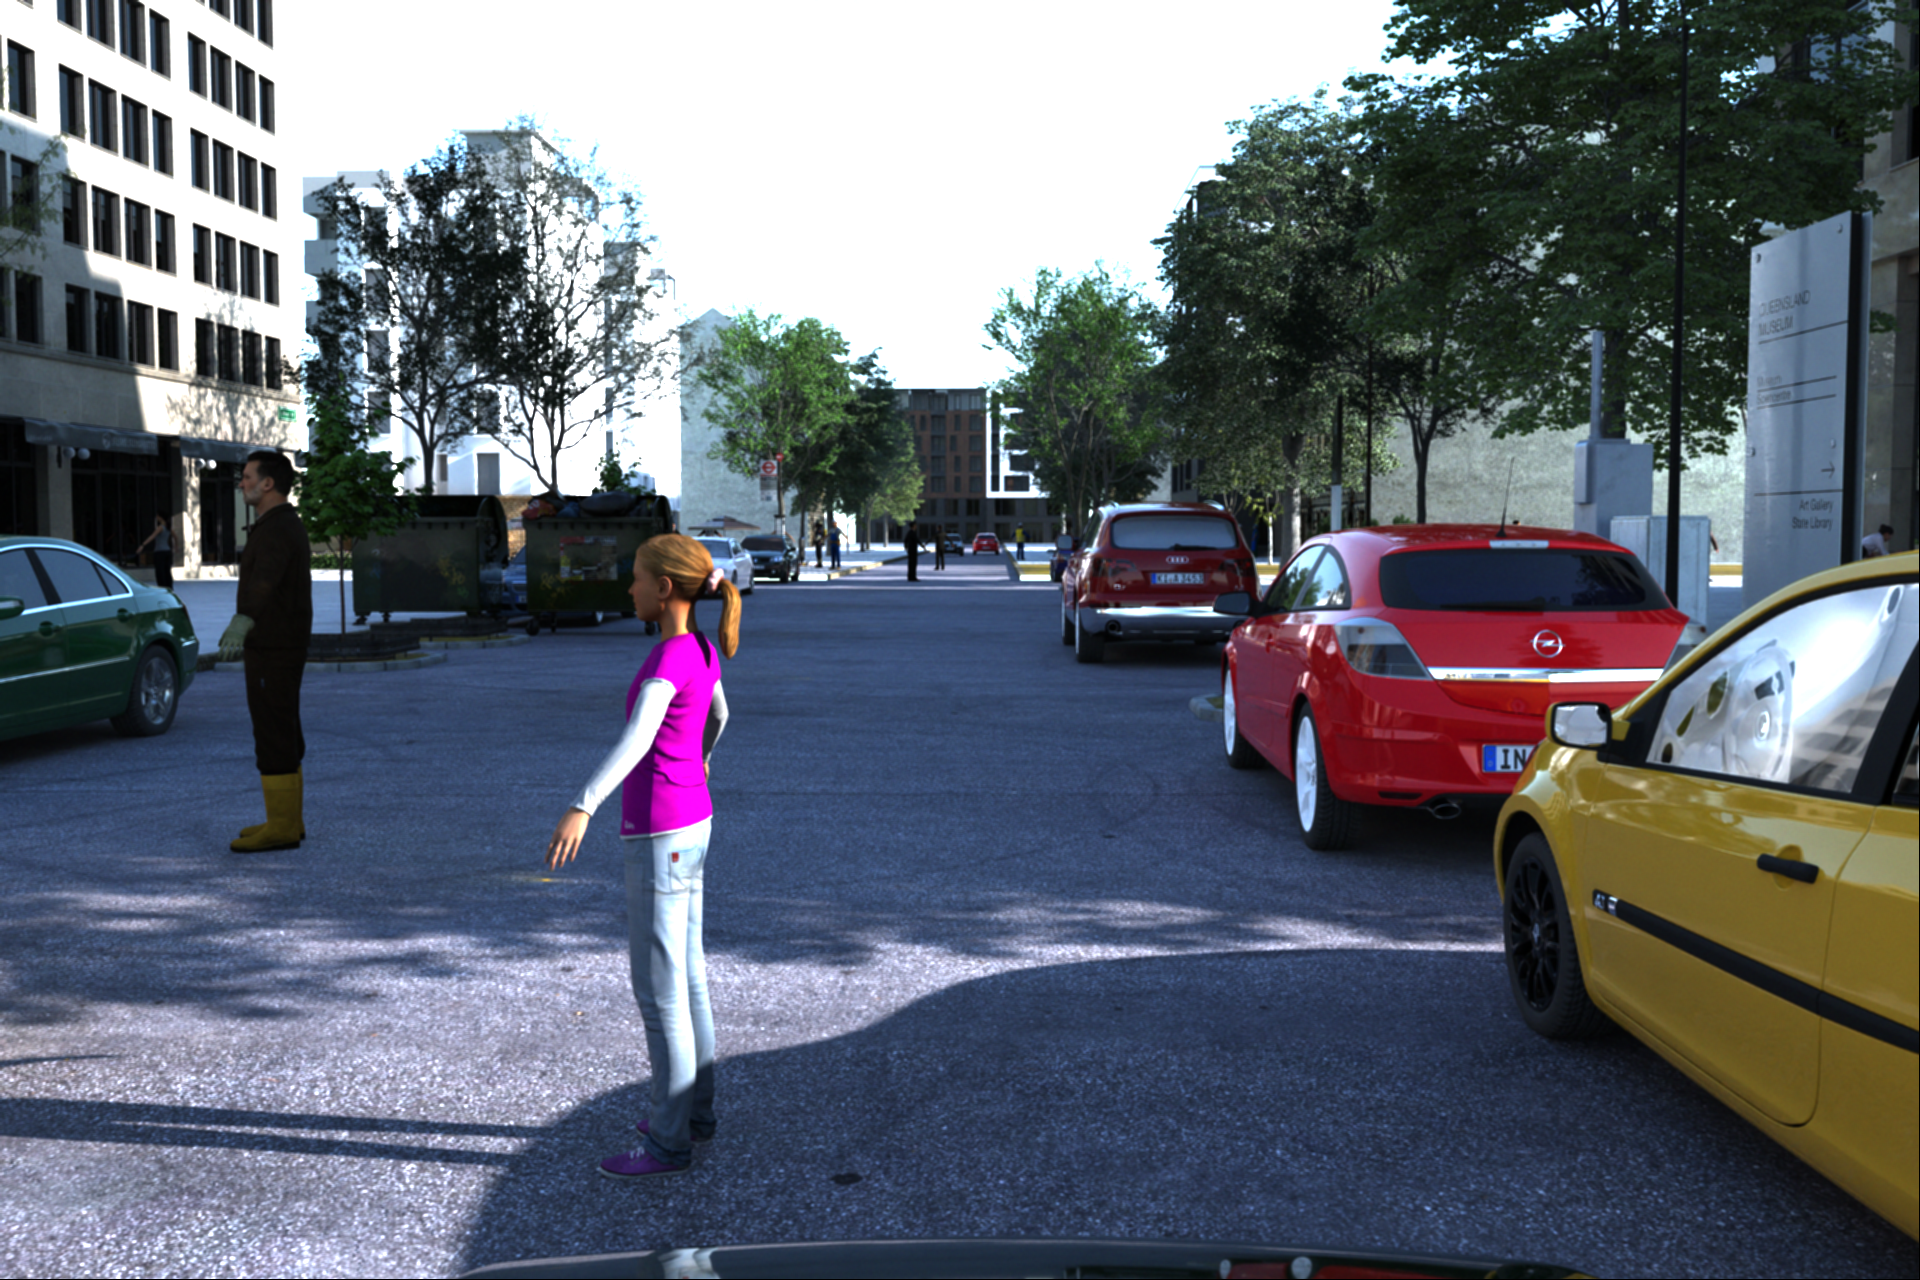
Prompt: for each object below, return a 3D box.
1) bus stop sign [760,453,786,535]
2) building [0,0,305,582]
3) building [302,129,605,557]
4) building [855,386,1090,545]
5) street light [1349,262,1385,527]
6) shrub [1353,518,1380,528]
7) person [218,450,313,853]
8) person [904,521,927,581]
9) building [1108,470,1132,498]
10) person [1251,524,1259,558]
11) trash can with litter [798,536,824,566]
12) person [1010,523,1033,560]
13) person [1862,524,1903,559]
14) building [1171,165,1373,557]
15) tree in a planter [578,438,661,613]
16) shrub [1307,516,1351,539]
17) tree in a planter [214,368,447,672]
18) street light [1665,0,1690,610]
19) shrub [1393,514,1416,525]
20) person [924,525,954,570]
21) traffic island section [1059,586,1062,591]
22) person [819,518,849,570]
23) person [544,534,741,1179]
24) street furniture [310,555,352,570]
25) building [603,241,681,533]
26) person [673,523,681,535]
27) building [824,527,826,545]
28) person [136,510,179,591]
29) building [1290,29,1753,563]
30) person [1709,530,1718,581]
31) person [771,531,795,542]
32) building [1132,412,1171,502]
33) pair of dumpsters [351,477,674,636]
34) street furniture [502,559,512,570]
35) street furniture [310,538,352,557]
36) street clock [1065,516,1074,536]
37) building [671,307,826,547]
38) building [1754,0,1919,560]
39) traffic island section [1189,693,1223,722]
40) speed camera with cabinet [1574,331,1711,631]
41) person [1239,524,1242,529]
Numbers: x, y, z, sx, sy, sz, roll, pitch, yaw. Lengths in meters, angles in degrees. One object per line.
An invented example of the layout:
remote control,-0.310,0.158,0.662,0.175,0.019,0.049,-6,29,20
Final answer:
bus stop sign,-6.171,-4.190,57.210,0.855,3.939,0.416,0,4,3
building,-31.621,-14.582,40.583,24.374,26.755,37.873,0,4,2
building,-24.827,-13.818,82.349,16.016,20.090,11.380,0,4,2
building,2.171,-24.724,250.664,32.646,21.610,27.936,0,4,3
street light,7.037,-3.486,29.783,0.468,5.910,1.993,0,4,2
shrub,16.893,-4.080,71.133,1.690,2.028,1.600,0,3,0
person,-3.178,0.040,7.940,0.704,1.812,1.346,-1,4,-15
person,-1.410,-2.702,52.569,0.705,1.837,1.347,-2,4,-29
building,26.791,-22.556,199.726,19.493,23.208,18.063,0,4,2
person,15.846,-5.316,93.042,0.704,1.817,1.347,1,4,12
trash can with litter,-6.271,-3.624,70.303,1.678,1.210,2.233,0,4,3
person,2.996,-4.852,85.302,1.349,1.833,0.705,3,4,36
person,14.175,-1.085,26.974,0.799,1.438,0.628,-2,4,-35
building,27.438,-16.417,112.400,27.936,21.610,32.646,0,4,1
tree in a planter,-6.469,-2.155,32.451,1.991,3.239,1.994,0,4,1
shrub,13.812,-3.696,64.466,1.661,2.075,1.752,0,3,0
tree in a planter,-6.751,-1.324,18.862,1.991,3.239,1.994,0,4,1
street light,6.519,-2.560,14.395,1.470,5.913,1.316,0,4,2
shrub,16.404,-3.688,64.345,1.661,2.075,1.752,0,3,0
person,-0.813,-3.687,68.964,1.346,1.802,0.704,-2,4,-28
traffic island section,3.523,-1.303,44.177,1.991,0.108,1.994,0,4,1
person,-4.499,-3.456,62.363,1.347,1.847,0.705,2,4,33
person,-0.722,0.475,3.961,0.599,1.433,0.991,0,4,8
street furniture,-23.756,-2.923,63.420,10.072,0.657,5.734,0,4,3
building,-25.669,-15.702,113.148,16.016,20.090,11.380,0,4,2
person,-13.304,-4.535,80.339,1.347,1.806,0.705,-2,4,-32
building,-20.391,-16.190,206.861,9.099,9.664,28.070,0,4,2
person,-15.186,-1.593,32.849,0.721,1.737,1.217,1,4,9
building,27.347,-15.502,84.383,19.493,23.208,18.063,0,4,1
person,20.098,-2.459,46.804,0.990,1.755,0.434,-1,4,-12
person,-6.906,-3.638,66.276,1.217,1.733,0.721,0,4,-6
building,27.985,-21.410,180.978,19.493,23.208,18.063,0,4,2
pair of dumpsters,-6.397,-1.215,24.818,4.436,2.255,1.574,0,4,2
street furniture,-12.239,-2.522,56.853,5.734,0.657,10.072,2,4,25
street furniture,-24.636,-3.932,71.149,11.010,1.723,9.812,2,4,25
street clock,4.420,-4.009,70.117,0.358,2.002,0.471,0,4,1
building,-23.821,-21.158,176.855,19.493,23.208,18.063,0,4,0
building,28.498,-15.562,20.664,22.709,31.103,35.509,0,4,1
traffic island section,2.863,0.554,13.813,1.991,0.108,1.994,0,4,2
speed camera with cabinet,6.384,-1.342,16.276,0.660,3.252,2.038,0,4,1
person,13.874,-4.900,86.573,0.721,1.772,1.216,0,4,-7
